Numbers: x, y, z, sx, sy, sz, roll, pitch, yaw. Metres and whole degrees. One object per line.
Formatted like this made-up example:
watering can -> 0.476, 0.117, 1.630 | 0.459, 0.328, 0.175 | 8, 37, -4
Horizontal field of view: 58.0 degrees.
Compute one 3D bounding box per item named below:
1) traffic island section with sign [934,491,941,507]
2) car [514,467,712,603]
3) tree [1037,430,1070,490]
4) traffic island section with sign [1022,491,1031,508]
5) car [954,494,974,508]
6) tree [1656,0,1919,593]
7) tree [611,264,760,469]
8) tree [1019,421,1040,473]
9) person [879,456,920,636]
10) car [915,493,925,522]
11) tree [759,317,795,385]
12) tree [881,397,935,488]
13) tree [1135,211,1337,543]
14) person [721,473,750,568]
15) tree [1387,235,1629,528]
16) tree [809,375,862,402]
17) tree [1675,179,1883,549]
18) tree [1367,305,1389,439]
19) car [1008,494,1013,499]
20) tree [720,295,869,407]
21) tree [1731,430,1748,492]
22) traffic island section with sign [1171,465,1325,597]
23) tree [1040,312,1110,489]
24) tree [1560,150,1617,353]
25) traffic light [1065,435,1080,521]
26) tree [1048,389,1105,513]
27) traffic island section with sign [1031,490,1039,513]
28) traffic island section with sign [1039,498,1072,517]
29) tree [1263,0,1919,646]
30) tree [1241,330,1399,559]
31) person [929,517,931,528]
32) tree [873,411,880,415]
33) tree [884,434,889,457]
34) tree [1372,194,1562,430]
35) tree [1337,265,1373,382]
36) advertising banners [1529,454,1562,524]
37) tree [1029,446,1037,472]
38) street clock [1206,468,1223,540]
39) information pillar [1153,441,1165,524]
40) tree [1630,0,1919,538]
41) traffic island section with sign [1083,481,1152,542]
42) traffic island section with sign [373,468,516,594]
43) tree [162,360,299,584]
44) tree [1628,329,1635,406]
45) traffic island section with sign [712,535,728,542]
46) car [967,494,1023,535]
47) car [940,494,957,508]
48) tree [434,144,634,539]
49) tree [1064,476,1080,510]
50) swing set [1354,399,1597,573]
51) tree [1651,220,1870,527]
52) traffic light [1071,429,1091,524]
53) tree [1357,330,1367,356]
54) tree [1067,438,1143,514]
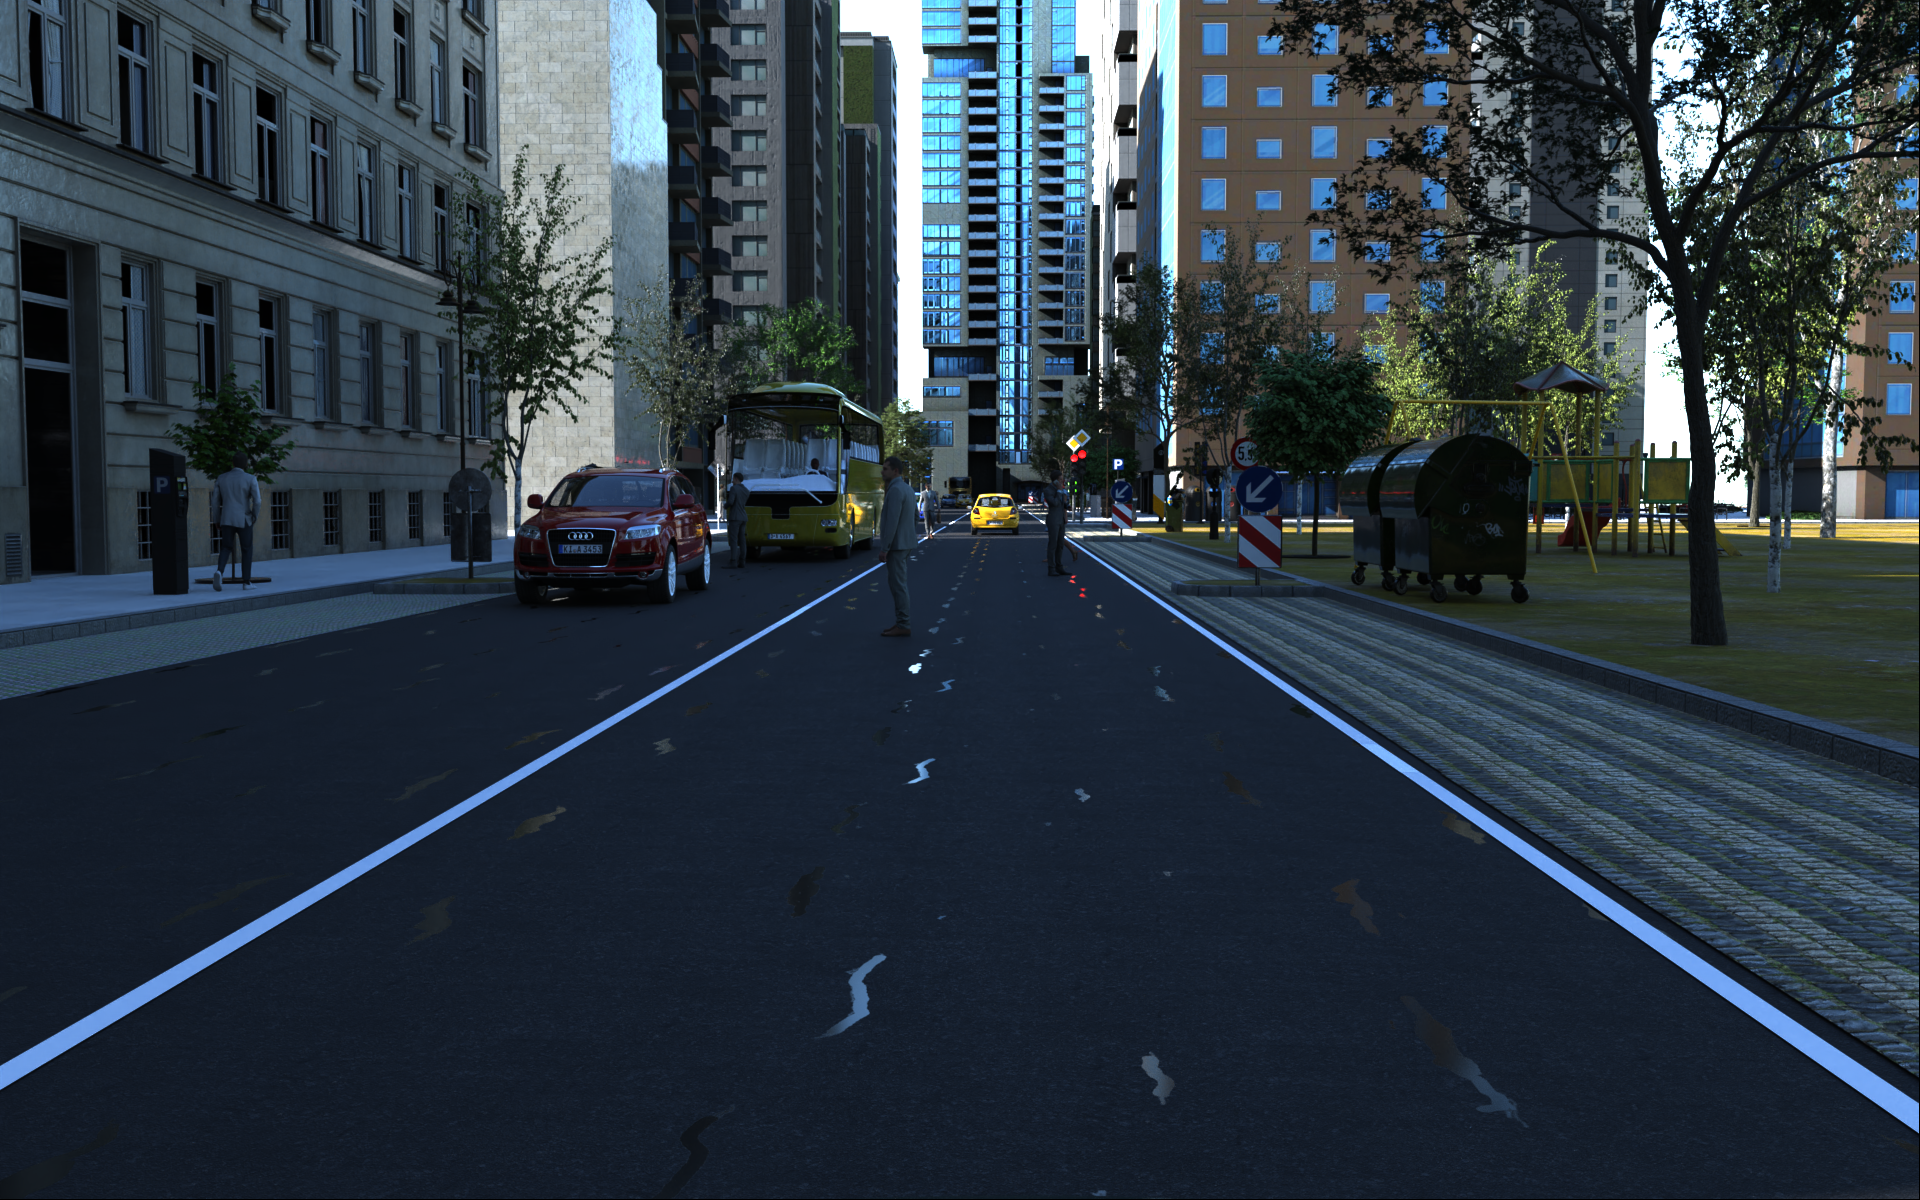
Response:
traffic island section with sign -> -2.868, -12.415, 211.605 | 1.989, 1.847, 2.006 | 0, 4, 1
car -> -4.775, -0.961, 24.380 | 2.281, 1.827, 5.304 | 0, 3, 0
tree -> 10.756, -14.501, 187.459 | 4.360, 8.622, 3.978 | 0, 3, 0
traffic island section with sign -> 7.901, -10.749, 184.368 | 1.989, 1.847, 2.006 | 0, 4, 1
car -> 0.462, -10.011, 173.895 | 2.015, 1.641, 3.980 | 0, 4, 2
tree -> 10.546, -4.388, 22.106 | 4.360, 8.622, 3.978 | 0, 3, 0
tree -> -9.360, -6.495, 56.563 | 4.360, 8.622, 3.978 | 0, 3, 0
tree -> 9.511, -14.005, 163.392 | 7.601, 10.594, 8.767 | 2, 4, 25
person -> -0.626, -0.545, 17.508 | 0.391, 1.810, 0.635 | 0, 4, 6
car -> -2.489, -4.990, 91.184 | 1.945, 1.707, 3.694 | 0, 3, 0
tree -> -8.996, -7.377, 70.976 | 4.360, 8.622, 3.978 | 0, 3, 0
tree -> -6.928, -17.336, 201.565 | 7.486, 12.596, 7.792 | 0, 3, 0
tree -> 6.953, -5.821, 45.533 | 4.360, 8.622, 3.978 | 0, 3, 0
person -> -4.380, -1.543, 33.542 | 0.447, 1.846, 0.655 | 2, 4, 28
tree -> 15.104, -5.982, 48.164 | 4.737, 8.622, 4.395 | 0, 3, 0
tree -> -8.372, -9.238, 101.399 | 4.360, 8.622, 3.978 | 0, 3, 0
tree -> 19.230, -5.510, 40.450 | 4.737, 8.622, 4.395 | 0, 3, 0
tree -> 16.749, -6.740, 60.568 | 4.737, 8.622, 4.395 | 0, 3, 0
car -> 4.550, -10.494, 181.361 | 2.009, 1.686, 4.222 | 0, 4, 2
tree -> -8.614, -10.151, 91.724 | 9.928, 11.665, 9.643 | 0, 3, 0
tree -> 64.333, -10.274, 130.880 | 11.467, 7.101, 20.602 | 0, 4, 1
traffic island section with sign -> 4.076, -0.994, 24.880 | 1.989, 1.847, 2.006 | 0, 4, 1
tree -> 7.788, -8.111, 67.025 | 7.601, 10.594, 8.767 | 0, 4, -8
tree -> 13.761, -4.959, 31.446 | 4.360, 8.622, 3.978 | 0, 3, 0
traffic light -> 5.413, -5.725, 82.530 | 0.839, 4.253, 0.868 | 0, 4, 1
tree -> 8.263, -10.355, 119.672 | 4.737, 8.622, 4.395 | 0, 3, 0
traffic island section with sign -> 6.691, -7.679, 134.182 | 1.989, 1.847, 2.006 | 0, 4, 1
traffic island section with sign -> 6.044, -6.031, 107.234 | 1.989, 1.847, 2.006 | 0, 4, 1
tree -> 6.384, -4.918, 14.825 | 8.767, 10.594, 7.601 | 0, 4, -6
tree -> 7.152, -3.126, 34.828 | 4.285, 4.588, 4.351 | 0, 3, 0
person -> -1.199, -3.644, 72.754 | 0.373, 1.253, 0.362 | -2, 4, -23
tree -> -7.876, -10.408, 120.535 | 4.360, 8.622, 3.978 | 0, 3, 0
tree -> -7.846, -11.898, 144.894 | 4.360, 8.622, 3.978 | 0, 3, 0
tree -> 12.764, -5.681, 43.247 | 4.360, 8.622, 3.978 | 0, 3, 0
tree -> 11.025, -6.392, 54.872 | 4.360, 8.622, 3.978 | 0, 3, 0
advertising banners -> 24.724, -4.761, 74.029 | 2.074, 3.025, 0.090 | 0, 4, -6
tree -> 10.868, -16.654, 222.654 | 4.360, 8.622, 3.978 | 0, 3, 0
street clock -> 7.173, -2.708, 48.851 | 0.471, 2.002, 0.358 | -3, 5, -40
information pillar -> 8.603, -5.106, 74.832 | 0.504, 3.616, 0.183 | 0, 4, 1
tree -> 26.663, -11.954, 51.336 | 12.611, 20.169, 13.585 | 0, 3, 0
traffic island section with sign -> 4.731, -2.675, 52.359 | 1.989, 1.847, 2.006 | 0, 4, 1
traffic island section with sign -> -7.341, -1.034, 25.539 | 1.989, 1.847, 2.006 | 0, 4, 1
tree -> -10.434, -1.867, 25.121 | 1.663, 3.219, 1.824 | 0, 3, 0
tree -> 22.363, -6.876, 62.787 | 4.737, 8.622, 4.395 | 0, 3, 0
traffic island section with sign -> -6.682, -2.697, 52.731 | 1.989, 1.847, 2.006 | 0, 4, 1
car -> 1.249, -3.163, 61.942 | 2.015, 1.641, 3.980 | 0, 4, 1
car -> -1.147, -10.440, 182.698 | 2.014, 1.417, 4.499 | 0, 4, 0
tree -> -9.463, -5.332, 37.534 | 4.737, 8.622, 4.395 | 0, 3, 0
tree -> 9.287, -8.877, 139.744 | 1.663, 3.219, 1.824 | 0, 3, 0
swing set -> 8.486, -1.920, 29.006 | 3.119, 2.851, 2.862 | -1, 4, -15
tree -> 30.920, -8.647, 67.136 | 9.928, 11.665, 9.643 | 0, 3, 0
traffic light -> 5.222, -5.237, 74.547 | 0.839, 4.253, 0.868 | 0, 4, 1
tree -> 17.114, -7.148, 67.239 | 4.737, 8.622, 4.395 | 0, 3, 0
tree -> 8.968, -7.157, 100.733 | 4.285, 4.588, 4.351 | 0, 3, 0
